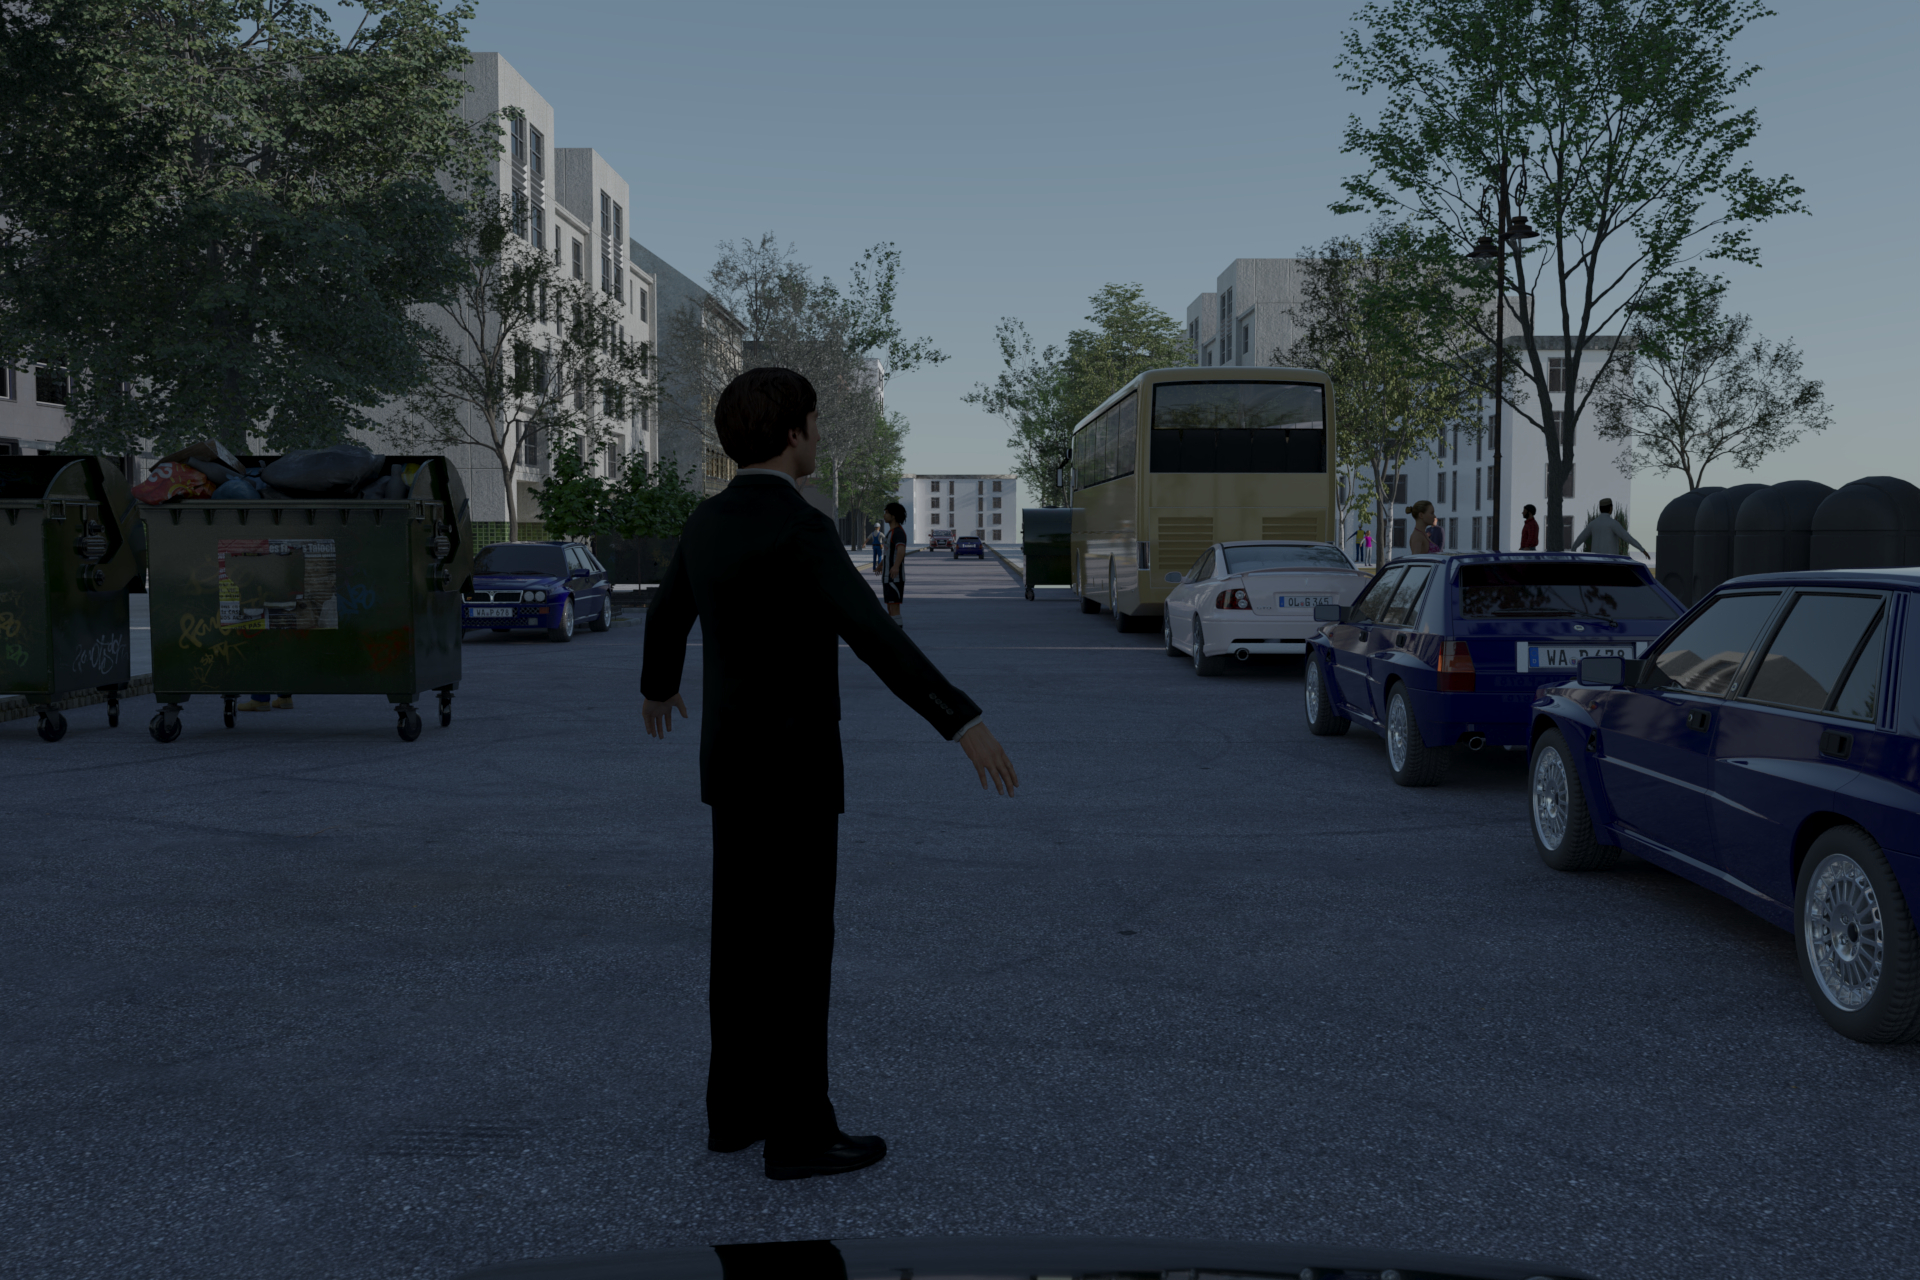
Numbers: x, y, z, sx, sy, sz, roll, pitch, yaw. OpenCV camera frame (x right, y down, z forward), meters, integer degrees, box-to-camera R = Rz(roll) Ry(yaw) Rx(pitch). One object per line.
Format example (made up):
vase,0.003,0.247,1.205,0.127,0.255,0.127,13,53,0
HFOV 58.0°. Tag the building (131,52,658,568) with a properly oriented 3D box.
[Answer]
building,-25.165,-13.044,79.725,16.747,18.905,31.486,0,4,0

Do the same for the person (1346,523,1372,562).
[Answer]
person,18.372,-4.478,79.679,1.216,1.772,0.721,0,4,-6

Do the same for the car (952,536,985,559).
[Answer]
car,0.491,-5.302,99.270,1.945,1.354,3.894,0,4,-1

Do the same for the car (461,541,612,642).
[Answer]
car,-6.026,-0.708,24.155,1.945,1.354,3.894,0,3,0

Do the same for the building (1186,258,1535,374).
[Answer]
building,26.060,-15.495,119.809,16.747,18.905,31.486,0,3,0

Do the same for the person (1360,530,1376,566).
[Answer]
person,16.311,-3.656,69.035,0.991,1.433,0.599,-2,4,-27

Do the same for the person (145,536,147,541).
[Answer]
person,-18.306,-2.005,39.543,0.721,1.744,1.215,2,4,24

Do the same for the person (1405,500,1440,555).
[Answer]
person,4.204,-0.378,15.433,0.721,1.733,1.217,1,4,21

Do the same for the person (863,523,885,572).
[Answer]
person,-3.103,-3.481,65.235,1.347,1.847,0.705,2,4,24

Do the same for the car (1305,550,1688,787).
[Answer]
car,3.349,0.087,11.157,1.945,1.354,3.894,0,4,0

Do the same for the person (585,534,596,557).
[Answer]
person,-11.057,-2.878,52.840,0.705,1.856,1.354,2,4,27

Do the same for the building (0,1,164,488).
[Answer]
building,-27.369,-13.291,35.717,11.959,24.771,22.079,0,4,1

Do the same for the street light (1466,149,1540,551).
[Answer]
street light,6.635,-2.969,21.331,0.468,5.910,1.993,0,4,1

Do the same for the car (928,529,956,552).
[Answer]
car,-1.467,-8.159,142.073,2.281,1.827,5.304,0,3,0

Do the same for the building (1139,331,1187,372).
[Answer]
building,24.520,-21.851,188.196,19.493,23.208,18.063,0,4,0

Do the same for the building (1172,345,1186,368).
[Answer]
building,26.177,-19.395,173.535,16.016,20.090,11.380,0,4,0

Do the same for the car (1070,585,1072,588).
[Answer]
car,3.763,-1.967,44.747,1.945,1.354,3.894,0,4,0

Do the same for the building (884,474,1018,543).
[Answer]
building,-6.085,-18.087,240.329,28.070,9.664,9.099,0,4,2

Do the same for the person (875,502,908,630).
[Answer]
person,-0.842,-0.779,21.330,0.704,1.843,1.345,-1,4,-11

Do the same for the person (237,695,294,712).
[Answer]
person,-5.651,-0.354,14.106,0.705,1.847,1.347,2,4,29

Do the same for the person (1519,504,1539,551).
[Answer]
person,10.110,-1.515,30.874,0.704,1.816,1.345,1,4,14

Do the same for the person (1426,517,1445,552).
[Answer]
person,10.379,-1.898,37.994,0.530,1.710,0.541,-2,4,-25

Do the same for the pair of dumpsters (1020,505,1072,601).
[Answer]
pair of dumpsters,3.522,-1.992,37.524,4.436,2.255,1.574,0,4,-1

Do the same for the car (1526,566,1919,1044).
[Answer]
car,3.363,0.390,6.209,1.945,1.354,3.894,0,4,0

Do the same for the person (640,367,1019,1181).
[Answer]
person,-0.404,0.286,3.970,0.705,1.806,1.347,-3,5,-41

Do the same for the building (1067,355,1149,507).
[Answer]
building,27.004,-22.653,214.354,27.936,21.610,32.646,0,4,0

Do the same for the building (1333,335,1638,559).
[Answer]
building,24.319,-8.882,87.376,9.099,9.664,28.070,0,4,1

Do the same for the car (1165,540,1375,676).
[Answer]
car,3.321,-0.394,18.806,2.083,1.381,4.827,0,4,1

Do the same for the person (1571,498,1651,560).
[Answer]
person,9.640,-1.208,25.839,0.704,1.819,1.344,-2,4,-35

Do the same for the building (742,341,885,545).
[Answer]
building,-23.431,-21.728,199.226,27.936,21.610,32.646,0,4,0

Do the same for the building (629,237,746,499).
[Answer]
building,-25.325,-17.574,118.264,19.493,23.208,18.063,0,4,1
